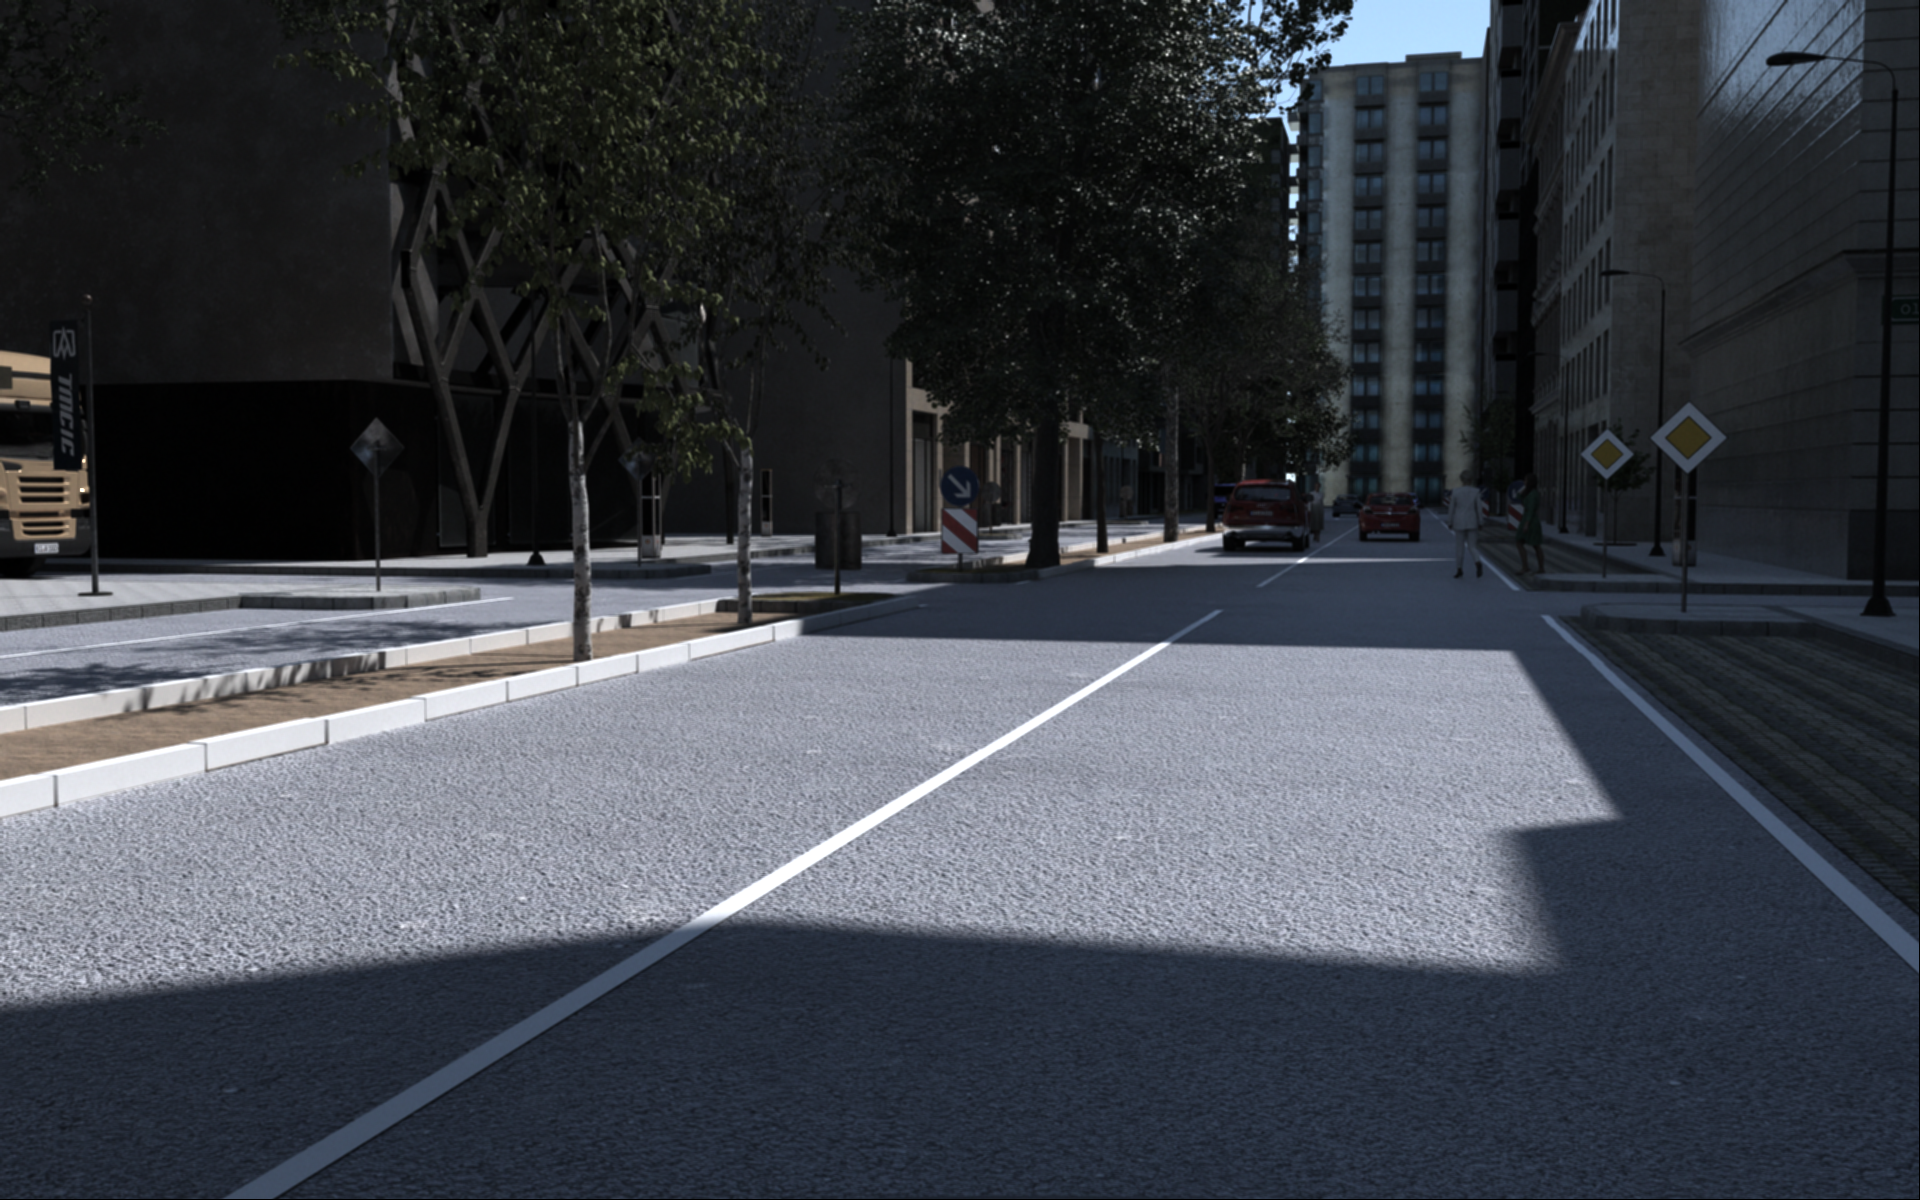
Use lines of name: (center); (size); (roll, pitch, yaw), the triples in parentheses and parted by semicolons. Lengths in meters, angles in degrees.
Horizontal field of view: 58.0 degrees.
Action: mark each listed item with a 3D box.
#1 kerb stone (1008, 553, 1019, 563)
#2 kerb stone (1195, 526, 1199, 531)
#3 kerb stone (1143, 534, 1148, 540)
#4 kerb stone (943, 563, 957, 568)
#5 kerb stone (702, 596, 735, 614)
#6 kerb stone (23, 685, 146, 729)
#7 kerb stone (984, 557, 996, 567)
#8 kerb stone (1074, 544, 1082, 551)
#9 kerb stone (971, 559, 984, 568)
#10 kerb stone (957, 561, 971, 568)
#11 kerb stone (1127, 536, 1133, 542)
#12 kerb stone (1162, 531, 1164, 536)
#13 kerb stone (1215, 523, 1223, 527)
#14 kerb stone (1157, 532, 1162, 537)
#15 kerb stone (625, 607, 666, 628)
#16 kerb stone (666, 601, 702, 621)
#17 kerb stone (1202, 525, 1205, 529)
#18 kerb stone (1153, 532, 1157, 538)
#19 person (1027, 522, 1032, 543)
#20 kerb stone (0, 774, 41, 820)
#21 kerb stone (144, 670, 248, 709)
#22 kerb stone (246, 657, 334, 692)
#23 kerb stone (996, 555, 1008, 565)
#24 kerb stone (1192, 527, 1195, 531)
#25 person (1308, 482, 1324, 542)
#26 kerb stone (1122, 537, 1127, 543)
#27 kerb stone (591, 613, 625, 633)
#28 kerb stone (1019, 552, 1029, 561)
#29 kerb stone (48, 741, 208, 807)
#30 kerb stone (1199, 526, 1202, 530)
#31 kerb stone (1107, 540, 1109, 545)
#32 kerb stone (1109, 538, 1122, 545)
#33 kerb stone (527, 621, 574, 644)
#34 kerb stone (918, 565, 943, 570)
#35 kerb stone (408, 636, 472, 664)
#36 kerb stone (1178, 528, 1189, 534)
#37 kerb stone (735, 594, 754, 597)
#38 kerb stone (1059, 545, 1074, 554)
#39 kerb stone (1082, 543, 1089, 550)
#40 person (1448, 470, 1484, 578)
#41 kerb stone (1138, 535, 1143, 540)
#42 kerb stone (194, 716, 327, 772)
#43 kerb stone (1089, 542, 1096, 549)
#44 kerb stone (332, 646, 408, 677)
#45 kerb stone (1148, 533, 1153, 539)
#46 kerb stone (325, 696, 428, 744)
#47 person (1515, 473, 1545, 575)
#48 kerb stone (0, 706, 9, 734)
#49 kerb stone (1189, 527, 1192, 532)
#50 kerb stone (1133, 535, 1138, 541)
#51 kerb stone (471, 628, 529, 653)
kerb stone: (1.016, -0.858, 36.270); (0.120, 0.150, 1.000); (1, 4, 15)
kerb stone: (9.025, -2.742, 67.063); (0.120, 0.150, 1.000); (1, 4, 15)
kerb stone: (5.663, -1.954, 54.139); (0.120, 0.150, 1.000); (1, 4, 15)
kerb stone: (-0.282, -0.556, 31.313); (0.120, 0.150, 1.000); (1, 4, 15)
kerb stone: (-2.992, 0.080, 20.892); (0.120, 0.150, 1.000); (1, 4, 15)
kerb stone: (-5.581, 0.686, 10.980); (0.120, 0.150, 1.000); (1, 4, 15)
kerb stone: (0.493, -0.738, 34.284); (0.120, 0.150, 1.000); (1, 4, 15)
kerb stone: (2.818, -1.283, 43.216); (0.120, 0.150, 1.000); (1, 4, 15)
kerb stone: (0.238, -0.679, 33.294); (0.120, 0.150, 1.000); (1, 4, 15)
kerb stone: (-0.023, -0.618, 32.306); (0.120, 0.150, 1.000); (1, 4, 15)
kerb stone: (4.901, -1.772, 51.163); (0.120, 0.150, 1.000); (1, 4, 15)
kerb stone: (6.697, -2.197, 58.110); (0.120, 0.150, 1.000); (1, 4, 15)
kerb stone: (11.345, -3.289, 76.000); (0.120, 0.150, 1.000); (1, 4, 15)
kerb stone: (6.434, -2.136, 57.115); (0.120, 0.150, 1.000); (1, 4, 15)
kerb stone: (-3.503, 0.201, 18.911); (0.120, 0.150, 1.000); (1, 4, 15)
kerb stone: (-3.250, 0.140, 19.901); (0.120, 0.150, 1.000); (1, 4, 15)
kerb stone: (9.544, -2.864, 69.047); (0.120, 0.150, 1.000); (1, 4, 15)
kerb stone: (6.184, -2.075, 56.124); (0.120, 0.150, 1.000); (1, 4, 15)
person: (2.170, -2.343, 47.160); (0.624, 1.780, 0.694); (1, 4, 18)
kerb stone: (-4.324, 0.905, 7.444); (0.120, 0.150, 1.000); (1, 4, 15)
kerb stone: (-5.317, 0.626, 11.967); (0.120, 0.150, 1.000); (1, 4, 15)
kerb stone: (-5.058, 0.565, 12.959); (0.120, 0.150, 1.000); (1, 4, 15)
kerb stone: (0.756, -0.800, 35.282); (0.120, 0.150, 1.000); (1, 4, 15)
kerb stone: (8.766, -2.684, 66.074); (0.120, 0.150, 1.000); (1, 4, 15)
person: (10.758, -2.664, 52.285); (0.478, 1.798, 0.641); (1, 4, 16)
kerb stone: (4.626, -1.711, 50.174); (0.120, 0.150, 1.000); (1, 4, 15)
kerb stone: (-3.768, 0.264, 17.921); (0.120, 0.150, 1.000); (1, 4, 15)
kerb stone: (1.265, -0.922, 37.267); (0.120, 0.150, 1.000); (1, 4, 15)
kerb stone: (-4.065, 0.846, 8.433); (0.120, 0.150, 1.000); (1, 4, 15)
kerb stone: (9.279, -2.801, 68.054); (0.120, 0.150, 1.000); (1, 4, 15)
kerb stone: (3.855, -1.526, 47.185); (0.120, 0.150, 1.000); (1, 4, 15)
kerb stone: (4.380, -1.644, 49.181); (0.120, 0.150, 1.000); (1, 4, 15)
kerb stone: (-4.028, 0.322, 16.932); (0.120, 0.150, 1.000); (1, 4, 15)
kerb stone: (-0.539, -0.492, 30.323); (0.120, 0.150, 1.000); (1, 4, 15)
kerb stone: (-4.545, 0.448, 14.940); (0.120, 0.150, 1.000); (1, 4, 15)
kerb stone: (8.248, -2.562, 64.080); (0.120, 0.150, 1.000); (1, 4, 15)
kerb stone: (-2.737, 0.022, 21.882); (0.120, 0.150, 1.000); (1, 4, 15)
kerb stone: (2.555, -1.224, 42.223); (0.120, 0.150, 1.000); (1, 4, 15)
kerb stone: (3.074, -1.342, 44.206); (0.120, 0.150, 1.000); (1, 4, 15)
person: (8.578, -1.279, 29.285); (0.514, 1.842, 0.818); (0, 4, -7)
kerb stone: (5.410, -1.891, 53.149); (0.120, 0.150, 1.000); (1, 4, 15)
kerb stone: (-3.813, 0.781, 9.427); (0.120, 0.150, 1.000); (1, 4, 15)
kerb stone: (3.331, -1.407, 45.201); (0.120, 0.150, 1.000); (1, 4, 15)
kerb stone: (-4.798, 0.504, 13.950); (0.120, 0.150, 1.000); (1, 4, 15)
kerb stone: (5.926, -2.012, 55.129); (0.120, 0.150, 1.000); (1, 4, 15)
kerb stone: (-3.546, 0.728, 10.414); (0.120, 0.150, 1.000); (1, 4, 15)
person: (9.994, -1.319, 30.305); (0.529, 1.795, 0.600); (1, 4, 14)
kerb stone: (-5.831, 0.747, 9.989); (0.120, 0.150, 1.000); (1, 4, 15)
kerb stone: (8.513, -2.617, 65.081); (0.120, 0.150, 1.000); (1, 4, 15)
kerb stone: (5.147, -1.832, 52.156); (0.120, 0.150, 1.000); (1, 4, 15)
kerb stone: (-4.292, 0.387, 15.944); (0.120, 0.150, 1.000); (1, 4, 15)
